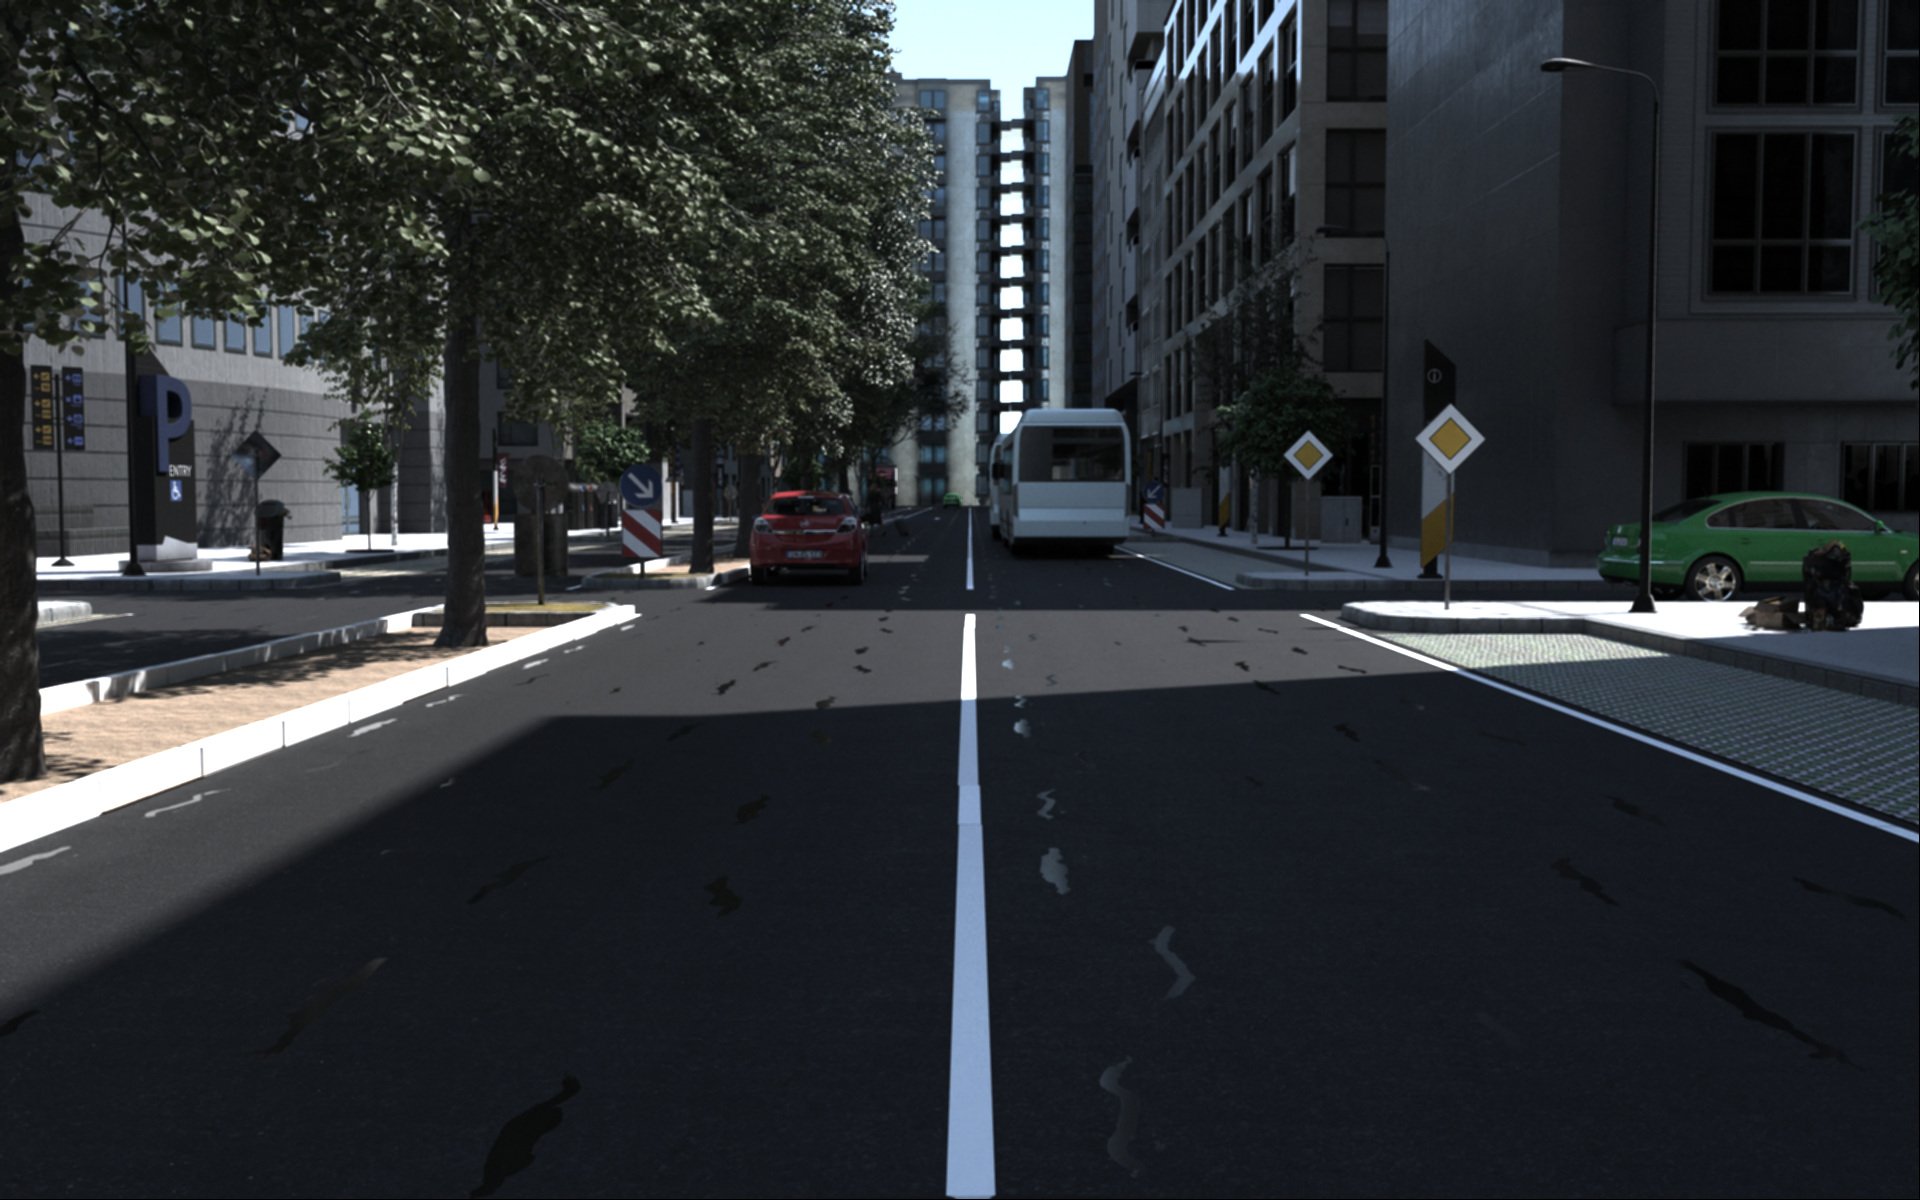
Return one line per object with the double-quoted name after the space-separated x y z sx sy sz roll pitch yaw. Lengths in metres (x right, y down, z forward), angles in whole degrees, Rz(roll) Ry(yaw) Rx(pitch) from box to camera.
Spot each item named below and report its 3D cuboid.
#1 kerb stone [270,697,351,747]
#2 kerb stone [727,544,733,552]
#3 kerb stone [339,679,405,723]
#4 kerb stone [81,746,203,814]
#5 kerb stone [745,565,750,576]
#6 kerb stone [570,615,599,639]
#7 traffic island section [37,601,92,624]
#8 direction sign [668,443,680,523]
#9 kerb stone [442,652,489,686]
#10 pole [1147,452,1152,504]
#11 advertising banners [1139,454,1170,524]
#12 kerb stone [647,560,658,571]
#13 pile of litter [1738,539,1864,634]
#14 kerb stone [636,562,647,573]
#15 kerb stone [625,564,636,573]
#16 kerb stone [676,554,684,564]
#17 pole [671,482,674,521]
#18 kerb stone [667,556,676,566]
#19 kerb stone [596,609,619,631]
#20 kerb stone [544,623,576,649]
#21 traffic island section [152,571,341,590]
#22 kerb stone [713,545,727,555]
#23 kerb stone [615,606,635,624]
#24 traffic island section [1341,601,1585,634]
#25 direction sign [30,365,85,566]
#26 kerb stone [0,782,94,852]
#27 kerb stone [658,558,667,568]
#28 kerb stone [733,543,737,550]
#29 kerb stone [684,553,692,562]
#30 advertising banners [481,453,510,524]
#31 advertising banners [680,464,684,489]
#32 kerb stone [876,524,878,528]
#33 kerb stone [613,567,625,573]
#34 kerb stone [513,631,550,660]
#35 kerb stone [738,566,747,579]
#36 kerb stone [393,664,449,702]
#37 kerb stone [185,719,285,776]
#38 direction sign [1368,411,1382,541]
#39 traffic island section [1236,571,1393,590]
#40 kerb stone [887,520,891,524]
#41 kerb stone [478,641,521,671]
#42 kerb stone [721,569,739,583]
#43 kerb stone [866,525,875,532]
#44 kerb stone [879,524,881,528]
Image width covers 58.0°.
-3.881 0.727 10.313 0.120 0.150 1.000 0 4 0 "kerb stone"
-5.792 -1.248 42.648 0.120 0.150 1.000 0 4 0 "kerb stone"
-3.873 0.664 11.335 0.120 0.150 1.000 0 4 0 "kerb stone"
-3.901 0.853 8.248 0.120 0.150 1.000 0 4 0 "kerb stone"
-3.768 -0.498 30.332 0.120 0.150 1.000 0 4 0 "kerb stone"
-3.836 0.290 17.487 0.120 0.150 1.000 0 4 0 "kerb stone"
-11.127 0.182 19.304 2.009 0.180 2.903 0 4 0 "traffic island section"
-12.542 -5.138 76.009 0.379 3.537 0.876 -3 5 -44 "direction sign"
-3.863 0.539 13.389 0.120 0.150 1.000 0 4 0 "kerb stone"
9.096 -5.468 83.251 0.158 3.312 0.155 0 3 0 "pole"
8.381 -4.788 74.474 2.074 3.025 0.090 -3 5 -44 "advertising banners"
-5.852 -0.624 32.395 0.120 0.150 1.000 0 4 0 "kerb stone"
8.075 -0.167 16.696 1.719 0.858 1.176 -3 4 -36 "pile of litter"
-5.861 -0.561 31.372 0.120 0.150 1.000 0 4 0 "kerb stone"
-5.876 -0.496 30.350 0.120 0.150 1.000 0 4 0 "kerb stone"
-5.837 -0.811 35.462 0.120 0.150 1.000 0 4 0 "kerb stone"
-13.807 -5.475 83.357 0.158 3.312 0.155 0 3 0 "pole"
-5.844 -0.748 34.440 0.120 0.150 1.000 0 4 0 "kerb stone"
-3.839 0.233 18.510 0.120 0.150 1.000 0 4 0 "kerb stone"
-3.850 0.351 16.463 0.120 0.150 1.000 0 4 0 "kerb stone"
-11.080 -0.306 27.289 2.009 0.180 2.903 0 4 0 "traffic island section"
-5.799 -1.188 41.625 0.120 0.150 1.000 0 4 0 "kerb stone"
-3.827 0.170 19.533 0.120 0.150 1.000 0 4 0 "kerb stone"
5.414 0.188 19.203 2.009 0.180 2.903 0 4 0 "traffic island section"
-15.994 -2.372 30.774 0.379 3.537 0.876 3 5 40 "direction sign"
-3.900 0.916 7.222 0.120 0.150 1.000 0 4 0 "kerb stone"
-5.855 -0.686 33.418 0.120 0.150 1.000 0 4 0 "kerb stone"
-5.798 -1.308 43.670 0.120 0.150 1.000 0 4 0 "kerb stone"
-5.833 -0.874 36.491 0.120 0.150 1.000 0 4 0 "kerb stone"
-20.297 -4.768 74.143 2.074 3.025 0.090 0 4 -1 "advertising banners"
-15.833 -6.370 100.336 0.090 3.025 2.074 -2 4 -28 "advertising banners"
-3.537 -2.945 70.339 0.120 0.150 1.000 0 4 0 "kerb stone"
-5.876 -0.431 29.328 0.120 0.150 1.000 0 4 0 "kerb stone"
-3.854 0.414 15.433 0.120 0.150 1.000 0 4 0 "kerb stone"
-3.774 -0.435 29.308 0.120 0.150 1.000 0 4 0 "kerb stone"
-3.880 0.601 12.362 0.120 0.150 1.000 0 4 0 "kerb stone"
-3.891 0.790 9.280 0.120 0.150 1.000 0 4 0 "kerb stone"
11.371 -3.386 47.363 0.379 3.537 0.876 3 5 40 "direction sign"
5.461 -0.300 27.188 2.009 0.180 2.903 0 4 0 "traffic island section"
-3.475 -3.635 81.630 0.120 0.150 1.000 0 4 0 "kerb stone"
-3.862 0.476 14.411 0.120 0.150 1.000 0 4 0 "kerb stone"
-3.778 -0.372 28.285 0.120 0.150 1.000 0 4 0 "kerb stone"
-3.548 -2.819 68.288 0.120 0.150 1.000 0 4 0 "kerb stone"
-3.517 -3.132 73.413 0.120 0.150 1.000 0 4 0 "kerb stone"
